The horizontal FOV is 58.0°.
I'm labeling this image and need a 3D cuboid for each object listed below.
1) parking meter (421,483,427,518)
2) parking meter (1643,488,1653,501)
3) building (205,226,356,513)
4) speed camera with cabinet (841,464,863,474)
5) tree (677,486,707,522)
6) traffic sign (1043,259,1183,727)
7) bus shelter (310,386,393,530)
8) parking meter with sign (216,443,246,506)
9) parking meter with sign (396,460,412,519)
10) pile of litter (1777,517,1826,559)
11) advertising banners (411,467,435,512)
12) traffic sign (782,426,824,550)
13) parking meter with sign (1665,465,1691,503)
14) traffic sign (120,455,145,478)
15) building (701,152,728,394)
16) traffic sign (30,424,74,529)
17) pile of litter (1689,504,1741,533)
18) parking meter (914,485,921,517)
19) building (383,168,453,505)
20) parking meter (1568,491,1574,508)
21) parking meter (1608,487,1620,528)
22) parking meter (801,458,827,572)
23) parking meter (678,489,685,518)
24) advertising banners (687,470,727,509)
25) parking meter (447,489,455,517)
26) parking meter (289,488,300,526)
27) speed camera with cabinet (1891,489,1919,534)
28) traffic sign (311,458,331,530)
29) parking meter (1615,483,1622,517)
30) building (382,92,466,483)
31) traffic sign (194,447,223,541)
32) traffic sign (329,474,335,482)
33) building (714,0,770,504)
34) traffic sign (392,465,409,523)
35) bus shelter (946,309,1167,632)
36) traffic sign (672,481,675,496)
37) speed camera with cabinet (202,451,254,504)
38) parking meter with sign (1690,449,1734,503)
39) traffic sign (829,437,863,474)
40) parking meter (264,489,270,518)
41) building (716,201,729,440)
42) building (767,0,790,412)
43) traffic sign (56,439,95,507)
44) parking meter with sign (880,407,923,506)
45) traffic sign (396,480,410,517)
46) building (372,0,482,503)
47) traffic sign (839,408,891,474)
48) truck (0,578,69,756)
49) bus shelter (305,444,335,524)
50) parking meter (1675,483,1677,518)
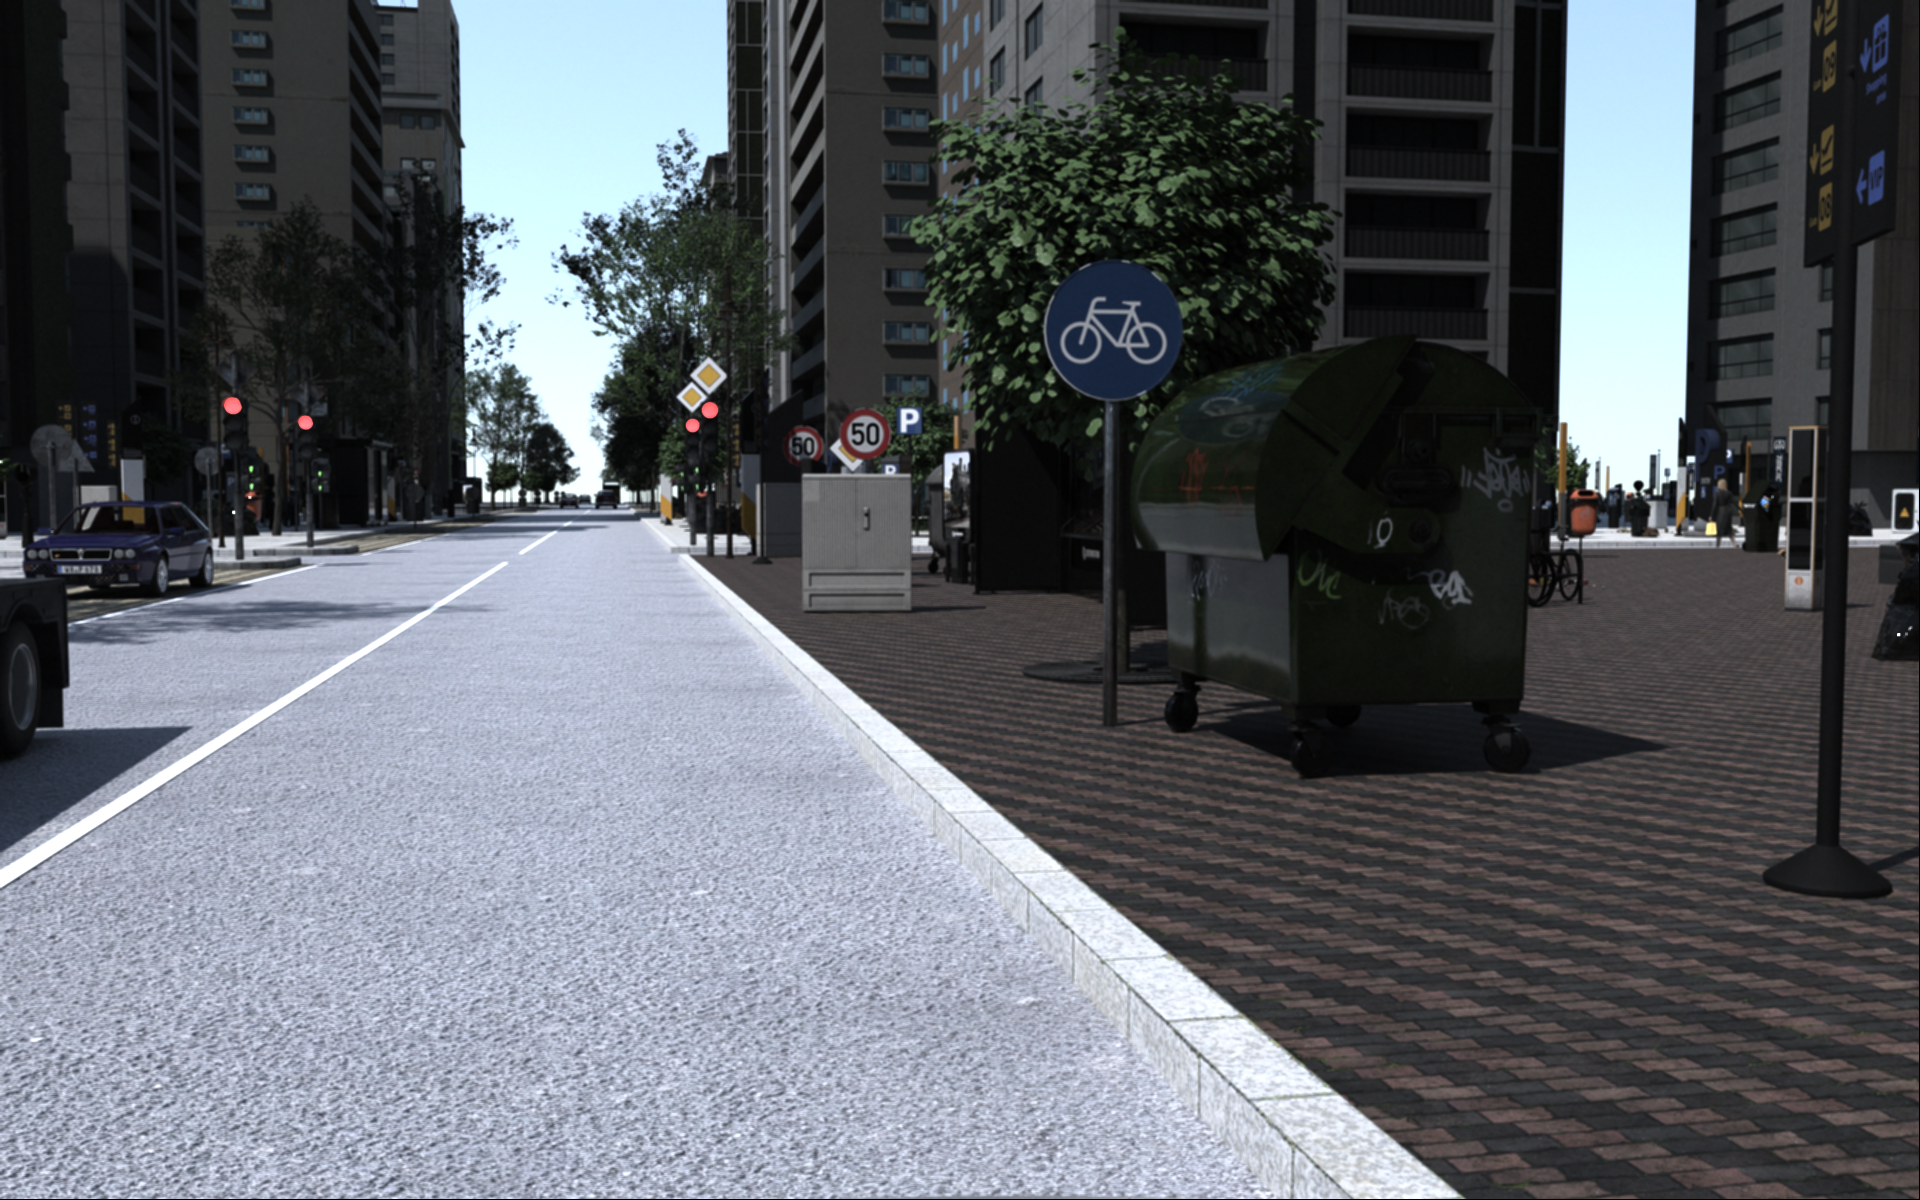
[{"bbox_3d":[-29.172,-5.421,94.350,0.255,1.863,0.399,0,4,-5],"label":"parking meter"},{"bbox_3d":[25.931,-3.480,65.305,0.372,1.533,0.369,0,3,0],"label":"parking meter"},{"bbox_3d":[-60.026,-17.073,124.190,27.650,21.520,28.899,-1,4,-11],"label":"building"},{"bbox_3d":[-2.719,-3.706,54.934,2.038,3.252,0.660,-1,4,-23],"label":"speed camera with cabinet"},{"bbox_3d":[-12.476,-5.242,80.311,1.663,3.219,1.824,0,3,0],"label":"tree"},{"bbox_3d":[0.831,-0.575,9.510,0.768,2.556,0.104,0,4,-5],"label":"traffic sign"},{"bbox_3d":[-23.568,-5.455,66.825,2.179,5.291,8.768,-1,4,-11],"label":"bus shelter"},{"bbox_3d":[-25.099,-3.904,60.092,0.543,3.016,1.738,0,4,3],"label":"parking meter with sign"},{"bbox_3d":[-28.362,-5.658,88.765,0.543,3.016,1.738,0,4,-4],"label":"parking meter with sign"},{"bbox_3d":[16.940,-1.267,34.678,1.719,0.858,1.176,-2,4,-35],"label":"pile of litter"},{"bbox_3d":[-35.051,-7.196,113.839,2.074,3.025,0.090,0,4,5],"label":"advertising banners"},{"bbox_3d":[-2.930,-1.975,32.395,0.768,2.556,0.104,0,4,-6],"label":"traffic sign"},{"bbox_3d":[48.167,-7.327,116.060,0.543,3.016,1.738,-3,5,-40],"label":"parking meter with sign"},{"bbox_3d":[-21.539,-2.630,45.128,0.606,2.300,0.079,-1,4,-11],"label":"traffic sign"},{"bbox_3d":[-24.462,-41.295,264.417,28.713,52.752,27.495,-1,4,-11],"label":"building"},{"bbox_3d":[-16.622,-1.933,31.710,0.768,2.556,0.104,0,4,-4],"label":"traffic sign"},{"bbox_3d":[25.138,-2.650,57.288,1.176,0.858,1.719,-1,4,-19],"label":"pile of litter"},{"bbox_3d":[-2.374,-5.554,96.511,0.255,1.863,0.399,-2,4,-32],"label":"parking meter"},{"bbox_3d":[-70.026,-32.254,210.950,14.154,41.232,14.086,-1,4,-11],"label":"building"},{"bbox_3d":[28.988,-4.669,82.049,0.255,1.863,0.399,-3,5,-42],"label":"parking meter"},{"bbox_3d":[24.486,-3.451,64.834,0.372,1.533,0.369,0,3,0],"label":"parking meter"},{"bbox_3d":[-2.394,-1.395,28.525,0.255,1.863,0.399,3,5,43],"label":"parking meter"},{"bbox_3d":[-15.083,-5.225,93.844,0.372,1.533,0.369,0,3,0],"label":"parking meter"},{"bbox_3d":[-11.316,-5.035,78.507,2.074,3.025,0.090,0,4,2],"label":"advertising banners"},{"bbox_3d":[-27.919,-5.295,94.983,0.372,1.533,0.369,0,3,0],"label":"parking meter"},{"bbox_3d":[-26.938,-3.772,70.086,0.372,1.533,0.369,0,3,0],"label":"parking meter"},{"bbox_3d":[31.373,-3.782,56.171,0.660,3.252,2.038,-2,4,-29],"label":"speed camera with cabinet"},{"bbox_3d":[-22.541,-3.724,60.989,0.768,2.556,0.104,0,4,-2],"label":"traffic sign"},{"bbox_3d":[36.093,-5.464,95.049,0.399,1.863,0.255,1,4,22],"label":"parking meter"},{"bbox_3d":[-81.100,-39.192,230.023,28.713,52.752,27.495,-1,4,-11],"label":"building"},{"bbox_3d":[-20.242,-2.849,46.682,0.768,2.556,0.104,0,4,-3],"label":"traffic sign"},{"bbox_3d":[-27.103,-4.536,74.162,0.884,2.594,0.081,-1,4,-11],"label":"traffic sign"},{"bbox_3d":[-21.401,-48.143,225.389,20.563,71.187,20.611,-1,4,-11],"label":"building"},{"bbox_3d":[-24.887,-4.710,77.119,0.768,2.556,0.104,0,4,-2],"label":"traffic sign"},{"bbox_3d":[1.269,-1.705,19.155,1.731,3.624,6.357,-1,4,-11],"label":"bus shelter"},{"bbox_3d":[-19.267,-7.079,115.842,0.768,2.556,0.104,-1,4,-11],"label":"traffic sign"},{"bbox_3d":[-30.642,-4.782,72.526,0.660,3.252,2.038,2,4,33],"label":"speed camera with cabinet"},{"bbox_3d":[28.892,-4.293,66.448,1.738,3.016,0.543,-2,4,-32],"label":"parking meter with sign"},{"bbox_3d":[-1.791,-1.693,28.866,0.795,2.450,0.064,-1,4,-11],"label":"traffic sign"},{"bbox_3d":[-36.149,-5.024,90.547,0.372,1.533,0.369,0,3,0],"label":"parking meter"},{"bbox_3d":[-27.071,-34.220,243.094,14.154,41.232,14.086,-1,4,-11],"label":"building"},{"bbox_3d":[-5.970,-37.134,149.139,21.231,58.520,28.212,-1,4,-11],"label":"building"},{"bbox_3d":[-20.816,-2.493,40.768,0.884,2.594,0.081,0,4,-2],"label":"traffic sign"},{"bbox_3d":[-1.271,-2.308,33.996,0.543,3.016,1.738,1,4,19],"label":"parking meter with sign"},{"bbox_3d":[-28.230,-5.355,87.556,0.884,2.594,0.081,-1,4,-9],"label":"traffic sign"},{"bbox_3d":[-81.557,-49.898,254.078,20.563,71.187,20.611,-1,4,-11],"label":"building"},{"bbox_3d":[-1.405,-1.571,25.786,0.768,2.556,0.104,0,4,-3],"label":"traffic sign"},{"bbox_3d":[-4.344,-0.671,0.735,2.967,4.110,18.799,-1,4,-13],"label":"truck"},{"bbox_3d":[-28.246,-5.332,78.469,1.731,3.624,6.357,-1,4,-11],"label":"bus shelter"},{"bbox_3d":[39.214,-5.430,94.484,0.399,1.863,0.255,-3,5,-42],"label":"parking meter"}]
